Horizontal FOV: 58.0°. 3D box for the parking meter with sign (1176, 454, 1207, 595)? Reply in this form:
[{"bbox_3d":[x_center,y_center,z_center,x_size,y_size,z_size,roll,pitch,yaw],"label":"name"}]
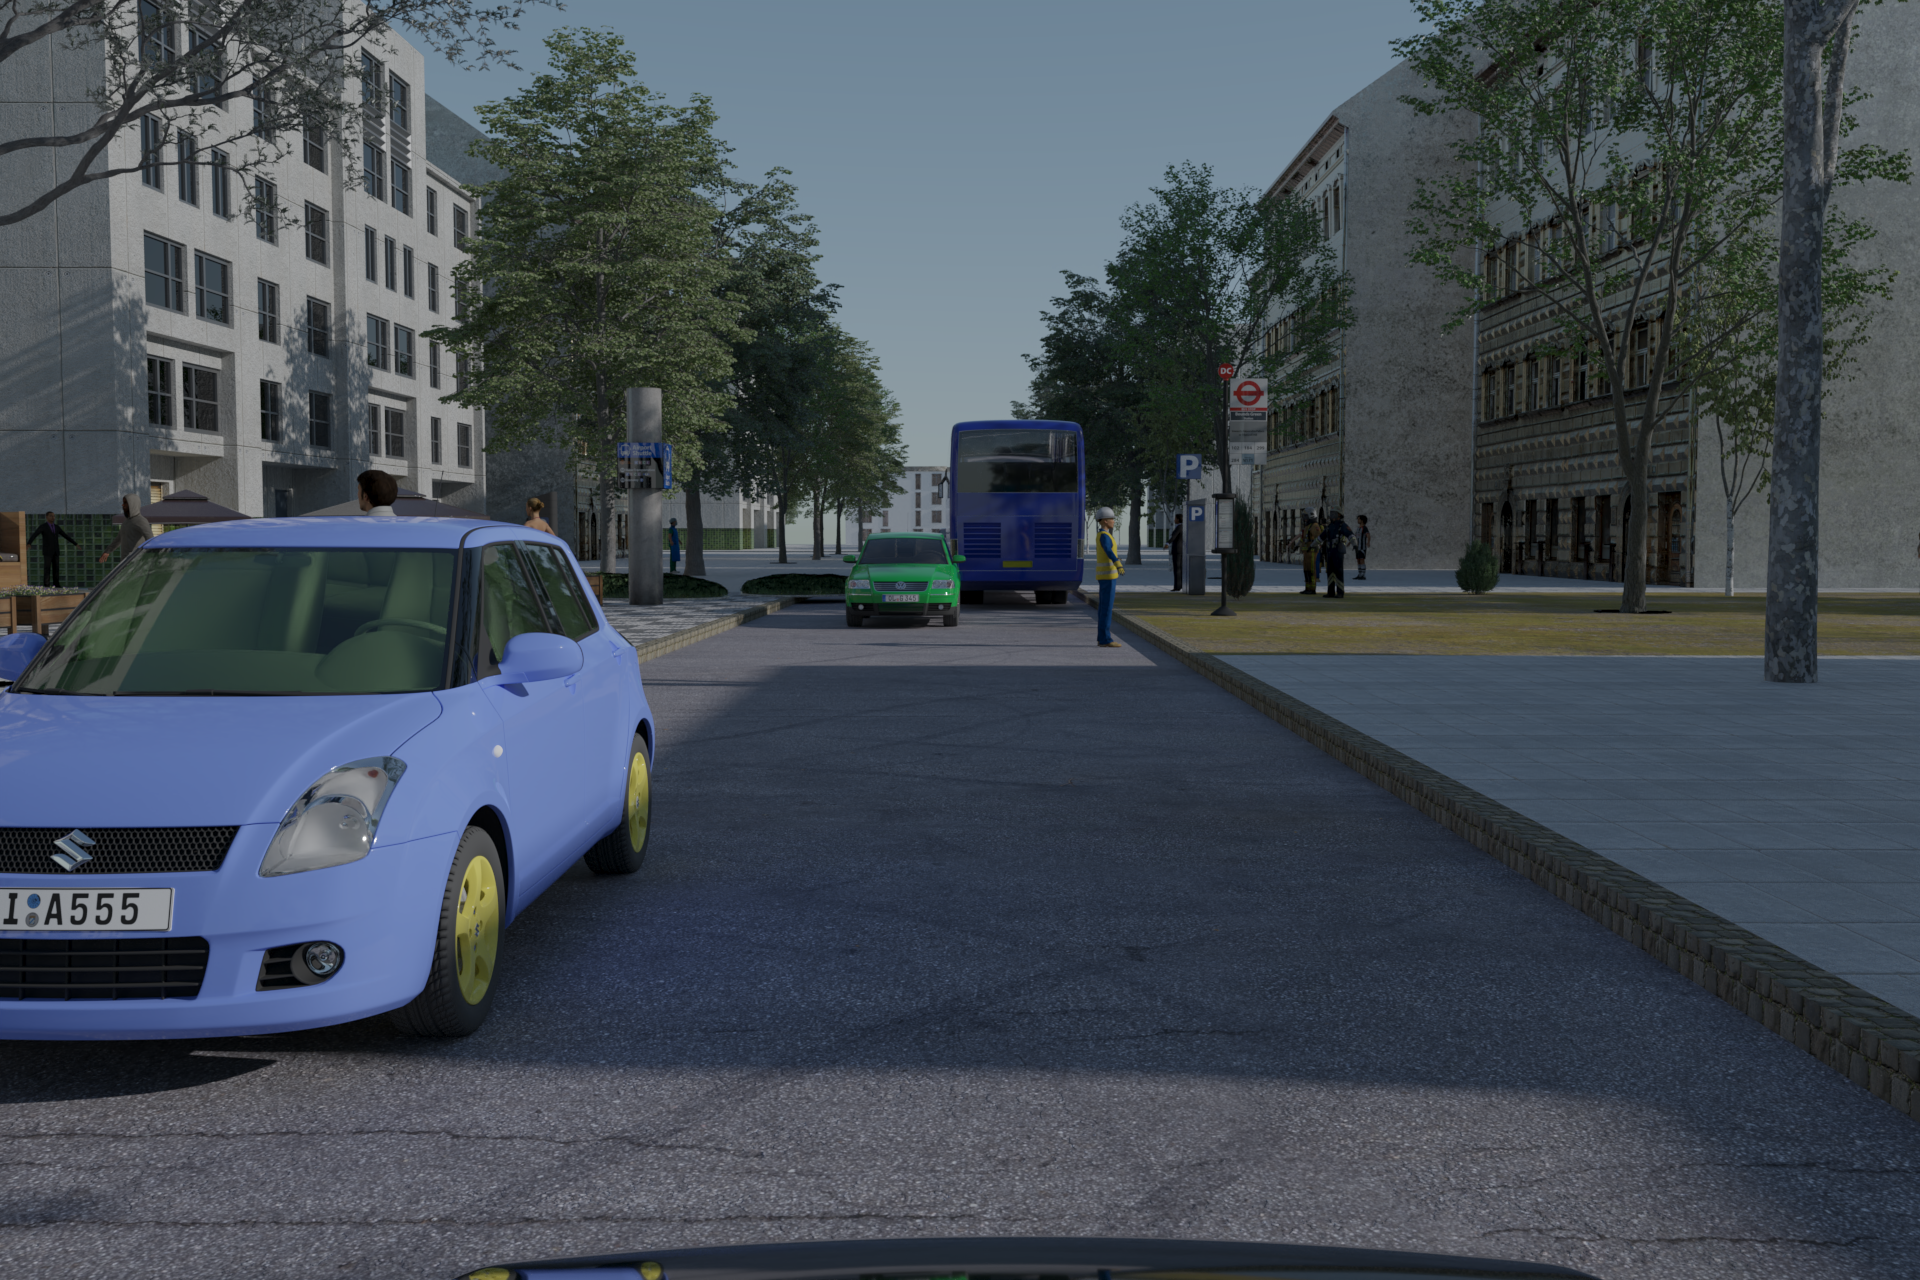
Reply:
[{"bbox_3d":[4.974,-2.487,36.924,0.543,3.016,1.738,0,3,0],"label":"parking meter with sign"}]

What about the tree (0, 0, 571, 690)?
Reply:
[{"bbox_3d":[-8.565,-6.329,13.851,12.009,13.543,11.850,0,3,0],"label":"tree"}]

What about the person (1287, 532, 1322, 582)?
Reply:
[{"bbox_3d":[9.458,-2.478,46.378,1.347,1.847,0.705,0,4,4],"label":"person"}]

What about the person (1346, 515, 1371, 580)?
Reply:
[{"bbox_3d":[11.213,-2.591,48.512,0.704,1.843,1.345,-1,4,-13],"label":"person"}]

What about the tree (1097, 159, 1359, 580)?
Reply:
[{"bbox_3d":[7.486,-7.538,49.004,9.928,11.665,9.643,0,3,0],"label":"tree"}]

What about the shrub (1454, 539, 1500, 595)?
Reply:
[{"bbox_3d":[10.959,-1.563,36.677,1.383,1.207,1.383,0,3,0],"label":"shrub"}]

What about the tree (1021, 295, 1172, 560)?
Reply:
[{"bbox_3d":[7.675,-10.810,87.118,12.009,13.543,11.850,0,3,0],"label":"tree"}]

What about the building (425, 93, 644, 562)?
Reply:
[{"bbox_3d":[-26.920,-15.762,88.645,19.493,23.208,18.063,0,4,1],"label":"building"}]

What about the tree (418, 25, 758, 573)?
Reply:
[{"bbox_3d":[-8.412,-7.441,39.789,7.486,12.596,7.792,0,3,0],"label":"tree"}]

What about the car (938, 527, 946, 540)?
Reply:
[{"bbox_3d":[-0.462,-5.601,100.247,2.281,1.827,5.304,0,4,0],"label":"car"}]

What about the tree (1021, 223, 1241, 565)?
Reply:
[{"bbox_3d":[7.324,-10.150,72.606,9.857,13.997,8.962,0,3,0],"label":"tree"}]

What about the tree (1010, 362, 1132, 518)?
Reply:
[{"bbox_3d":[8.088,-13.122,121.193,9.857,13.997,8.962,0,3,0],"label":"tree"}]

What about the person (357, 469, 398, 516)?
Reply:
[{"bbox_3d":[-3.431,-0.093,10.162,0.705,1.806,1.347,2,4,24],"label":"person"}]

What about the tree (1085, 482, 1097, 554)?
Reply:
[{"bbox_3d":[8.258,-9.869,111.726,4.737,8.622,4.395,0,3,0],"label":"tree"}]

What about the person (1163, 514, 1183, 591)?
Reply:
[{"bbox_3d":[4.819,-1.963,38.820,0.721,1.740,1.216,2,4,27],"label":"person"}]

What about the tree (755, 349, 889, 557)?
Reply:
[{"bbox_3d":[-7.802,-10.398,95.762,9.928,11.665,9.643,0,3,0],"label":"tree"}]

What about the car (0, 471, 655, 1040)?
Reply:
[{"bbox_3d":[-2.196,0.216,6.064,1.945,1.707,3.694,0,4,0],"label":"car"}]

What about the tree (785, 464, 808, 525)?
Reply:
[{"bbox_3d":[-23.067,-18.628,211.220,9.857,13.997,8.962,0,3,0],"label":"tree"}]

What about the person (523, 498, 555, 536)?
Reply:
[{"bbox_3d":[-5.413,-0.915,21.763,0.721,1.733,1.217,2,4,29],"label":"person"}]

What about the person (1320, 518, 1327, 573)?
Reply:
[{"bbox_3d":[11.975,-3.112,57.017,1.346,1.812,0.704,1,4,15],"label":"person"}]

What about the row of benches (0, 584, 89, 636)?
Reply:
[{"bbox_3d":[-11.494,-0.268,19.839,1.422,0.672,4.104,0,4,6],"label":"row of benches"}]

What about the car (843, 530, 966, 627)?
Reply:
[{"bbox_3d":[-0.887,-1.187,28.207,1.959,1.807,4.718,0,3,0],"label":"car"}]

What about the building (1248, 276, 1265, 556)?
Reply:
[{"bbox_3d":[26.760,-16.163,95.186,19.493,23.208,18.063,0,4,1],"label":"building"}]

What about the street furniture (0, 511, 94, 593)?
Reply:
[{"bbox_3d":[-21.306,-1.549,32.181,9.812,1.723,11.010,3,5,44],"label":"street furniture"}]

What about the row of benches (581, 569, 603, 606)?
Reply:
[{"bbox_3d":[-7.457,-0.854,29.433,1.422,0.672,4.104,2,4,25],"label":"row of benches"}]

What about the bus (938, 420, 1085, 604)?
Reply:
[{"bbox_3d":[0.978,-2.856,38.236,2.896,3.916,12.251,0,4,-1],"label":"bus"}]

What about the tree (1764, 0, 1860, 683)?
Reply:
[{"bbox_3d":[7.858,-9.618,13.147,12.611,20.169,13.585,0,3,0],"label":"tree"}]

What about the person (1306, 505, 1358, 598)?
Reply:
[{"bbox_3d":[7.504,-1.768,34.691,0.705,1.856,1.354,-2,4,-34],"label":"person"}]

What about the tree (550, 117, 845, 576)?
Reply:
[{"bbox_3d":[-8.220,-8.948,52.961,9.857,13.997,8.962,0,3,0],"label":"tree"}]

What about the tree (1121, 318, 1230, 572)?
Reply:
[{"bbox_3d":[7.368,-6.664,59.322,4.737,8.622,4.395,0,3,0],"label":"tree"}]

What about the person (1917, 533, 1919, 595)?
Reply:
[{"bbox_3d":[20.199,-1.640,36.083,0.599,1.433,0.991,0,4,4],"label":"person"}]

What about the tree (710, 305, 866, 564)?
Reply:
[{"bbox_3d":[-7.749,-9.134,75.088,9.928,11.665,9.643,0,3,0],"label":"tree"}]

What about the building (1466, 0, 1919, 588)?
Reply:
[{"bbox_3d":[26.654,-13.365,49.447,19.493,23.208,18.063,0,4,0],"label":"building"}]

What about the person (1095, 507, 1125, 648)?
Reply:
[{"bbox_3d":[1.938,-0.801,22.011,0.721,1.772,1.216,0,4,-3],"label":"person"}]

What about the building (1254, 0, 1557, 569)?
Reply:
[{"bbox_3d":[23.159,-14.684,71.012,19.493,23.208,18.063,0,4,1],"label":"building"}]

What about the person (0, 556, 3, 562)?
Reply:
[{"bbox_3d":[-13.373,-1.046,23.078,0.705,1.833,1.349,1,4,15],"label":"person"}]

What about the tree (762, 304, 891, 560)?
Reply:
[{"bbox_3d":[-6.890,-10.274,86.100,7.486,12.596,7.792,0,3,0],"label":"tree"}]

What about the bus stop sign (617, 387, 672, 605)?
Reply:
[{"bbox_3d":[-5.720,-2.595,31.449,0.837,3.901,0.837,0,4,1],"label":"bus stop sign"}]

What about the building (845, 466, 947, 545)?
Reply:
[{"bbox_3d":[0.215,-16.514,214.606,28.070,9.664,9.099,0,4,5],"label":"building"}]

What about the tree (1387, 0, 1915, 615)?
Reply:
[{"bbox_3d":[10.815,-6.231,27.639,9.928,11.665,9.643,0,3,0],"label":"tree"}]

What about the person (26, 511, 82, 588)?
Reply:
[{"bbox_3d":[-20.808,-2.047,39.687,0.704,1.802,1.346,2,4,28],"label":"person"}]

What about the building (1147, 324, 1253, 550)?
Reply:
[{"bbox_3d":[26.591,-17.592,154.081,16.747,18.905,31.486,0,4,1],"label":"building"}]

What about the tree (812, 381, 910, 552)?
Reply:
[{"bbox_3d":[-7.197,-12.539,123.144,7.486,12.596,7.792,0,3,0],"label":"tree"}]

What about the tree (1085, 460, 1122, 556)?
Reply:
[{"bbox_3d":[8.295,-9.352,103.265,4.360,8.622,3.978,0,3,0],"label":"tree"}]

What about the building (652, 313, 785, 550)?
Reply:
[{"bbox_3d":[-25.652,-17.523,152.961,16.747,18.905,31.486,0,4,1],"label":"building"}]

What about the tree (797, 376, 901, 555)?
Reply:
[{"bbox_3d":[-7.447,-11.158,108.188,9.928,11.665,9.643,0,3,0],"label":"tree"}]

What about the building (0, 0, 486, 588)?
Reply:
[{"bbox_3d":[-28.187,-11.601,56.138,16.747,18.905,31.486,0,4,0],"label":"building"}]

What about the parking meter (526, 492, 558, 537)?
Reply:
[{"bbox_3d":[-5.771,-1.114,23.926,0.399,1.863,0.255,0,4,0],"label":"parking meter"}]

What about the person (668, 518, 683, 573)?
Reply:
[{"bbox_3d":[-9.339,-3.091,56.660,0.704,1.817,1.347,0,4,4],"label":"person"}]

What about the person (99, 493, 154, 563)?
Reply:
[{"bbox_3d":[-10.885,-1.017,22.758,1.348,1.813,0.705,3,4,38],"label":"person"}]

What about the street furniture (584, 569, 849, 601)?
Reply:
[{"bbox_3d":[-7.340,-1.296,36.810,10.072,0.657,5.734,1,4,21],"label":"street furniture"}]

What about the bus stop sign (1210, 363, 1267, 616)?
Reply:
[{"bbox_3d":[4.372,-2.352,27.157,0.855,3.939,0.416,0,4,0],"label":"bus stop sign"}]

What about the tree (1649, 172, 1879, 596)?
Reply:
[{"bbox_3d":[15.992,-5.203,35.428,4.737,8.622,4.395,0,3,0],"label":"tree"}]

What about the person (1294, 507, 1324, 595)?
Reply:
[{"bbox_3d":[7.409,-1.898,36.793,0.705,1.858,1.354,0,4,-7],"label":"person"}]

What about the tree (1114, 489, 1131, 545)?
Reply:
[{"bbox_3d":[19.284,-15.991,211.821,4.737,8.622,4.395,0,3,0],"label":"tree"}]

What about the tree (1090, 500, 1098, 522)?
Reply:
[{"bbox_3d":[17.983,-16.265,216.302,4.737,8.622,4.395,0,3,0],"label":"tree"}]
